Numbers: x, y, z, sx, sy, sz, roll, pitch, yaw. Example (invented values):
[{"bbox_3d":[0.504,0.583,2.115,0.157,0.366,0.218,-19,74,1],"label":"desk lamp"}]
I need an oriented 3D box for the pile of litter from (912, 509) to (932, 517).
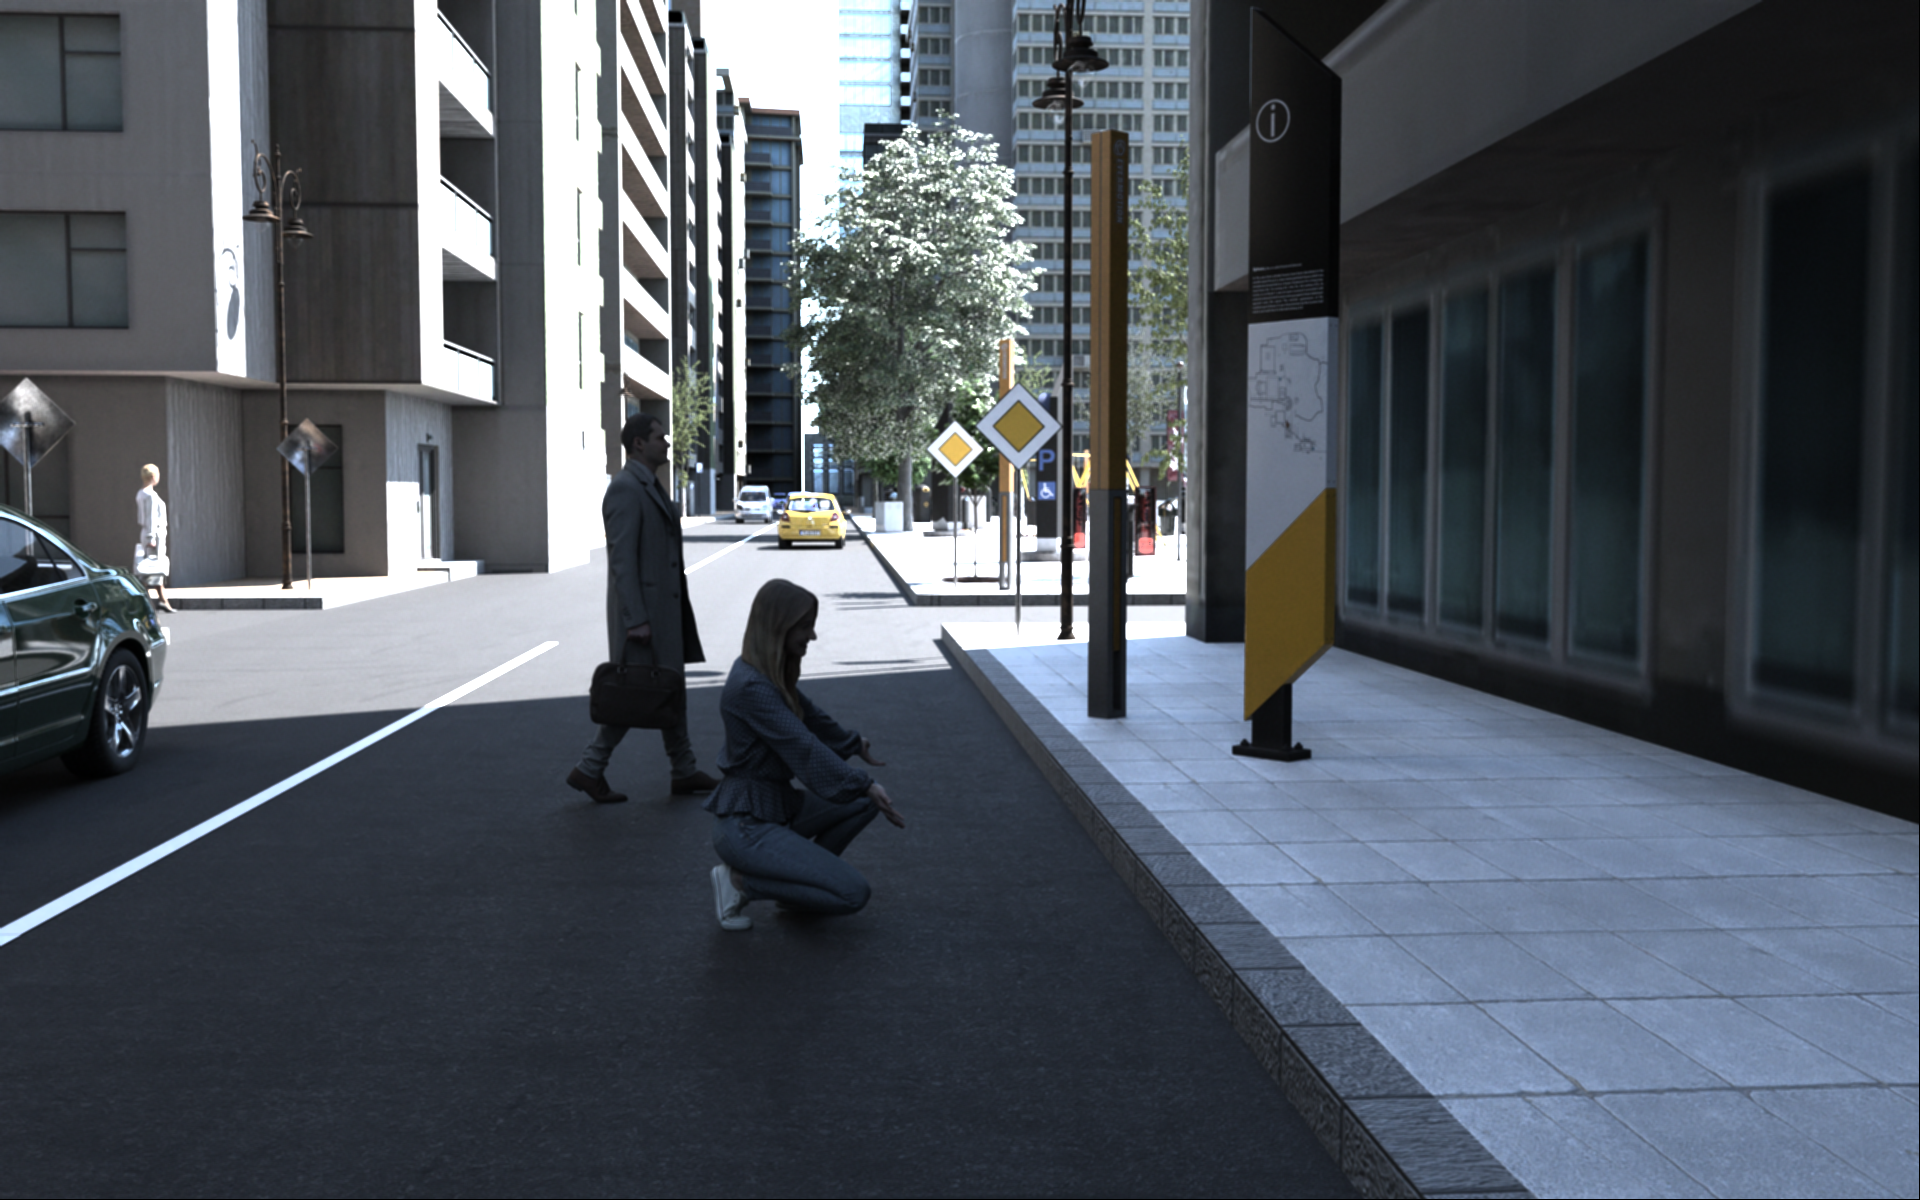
[{"bbox_3d":[-1.845,-5.166,98.429,1.719,0.858,1.176,3,4,36],"label":"pile of litter"}]

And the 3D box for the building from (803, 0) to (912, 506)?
[{"bbox_3d":[-1.822,-53.783,192.015,31.000,86.520,22.319,0,4,-4],"label":"building"}]

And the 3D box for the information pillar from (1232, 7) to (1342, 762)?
[{"bbox_3d":[1.578,-1.036,8.297,0.183,3.616,0.504,-3,5,-42],"label":"information pillar"}]

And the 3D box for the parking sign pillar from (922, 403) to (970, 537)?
[{"bbox_3d":[-0.414,-3.870,51.749,1.447,3.967,1.447,-1,4,-23],"label":"parking sign pillar"}]

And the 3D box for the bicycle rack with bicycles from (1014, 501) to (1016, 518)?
[{"bbox_3d":[3.381,-4.834,92.415,2.852,0.926,2.925,2,4,30],"label":"bicycle rack with bicycles"}]

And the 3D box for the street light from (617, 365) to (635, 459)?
[{"bbox_3d":[-11.974,-5.471,62.245,0.468,5.910,1.993,0,4,-4],"label":"street light"}]

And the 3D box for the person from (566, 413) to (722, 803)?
[{"bbox_3d":[-1.452,0.029,8.131,0.767,1.812,0.694,0,4,-1],"label":"person"}]

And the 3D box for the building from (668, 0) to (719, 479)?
[{"bbox_3d":[-23.961,-28.603,117.776,14.600,45.320,14.200,0,4,-4],"label":"building"}]

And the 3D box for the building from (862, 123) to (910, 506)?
[{"bbox_3d":[-0.783,-22.443,138.636,14.160,30.474,14.107,0,4,-4],"label":"building"}]

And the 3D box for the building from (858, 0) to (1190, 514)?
[{"bbox_3d":[9.119,-26.185,120.001,32.217,40.220,23.993,0,4,-4],"label":"building"}]

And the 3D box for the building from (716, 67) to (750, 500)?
[{"bbox_3d":[-31.261,-28.364,155.632,23.993,40.220,32.217,0,4,-4],"label":"building"}]

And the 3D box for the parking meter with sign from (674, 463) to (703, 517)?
[{"bbox_3d":[-15.310,-6.183,97.360,1.738,3.016,0.543,2,4,32],"label":"parking meter with sign"}]

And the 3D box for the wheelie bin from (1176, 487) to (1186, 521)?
[{"bbox_3d":[10.172,-4.271,77.734,0.980,1.594,0.693,1,4,9],"label":"wheelie bin"}]

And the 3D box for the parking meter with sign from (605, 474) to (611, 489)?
[{"bbox_3d":[-13.192,-4.137,63.907,0.543,3.016,1.738,1,4,19],"label":"parking meter with sign"}]

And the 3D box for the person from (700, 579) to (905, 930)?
[{"bbox_3d":[-0.478,0.497,5.880,0.738,1.151,1.012,0,4,7],"label":"person"}]

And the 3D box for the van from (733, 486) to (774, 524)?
[{"bbox_3d":[-10.148,-4.791,85.338,2.013,2.044,4.112,0,4,-4],"label":"van"}]

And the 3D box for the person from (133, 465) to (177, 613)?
[{"bbox_3d":[-9.698,-0.723,20.672,0.624,1.780,0.694,-2,4,-29],"label":"person"}]

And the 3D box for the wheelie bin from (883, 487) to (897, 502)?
[{"bbox_3d":[-3.153,-4.451,80.678,0.980,1.594,0.693,3,5,43],"label":"wheelie bin"}]

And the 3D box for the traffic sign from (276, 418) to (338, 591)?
[{"bbox_3d":[-8.638,-1.180,22.942,0.795,2.450,0.064,0,4,-4],"label":"traffic sign"}]

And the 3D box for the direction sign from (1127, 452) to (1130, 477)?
[{"bbox_3d":[9.022,-6.232,93.892,0.379,3.537,0.876,-1,4,-19],"label":"direction sign"}]

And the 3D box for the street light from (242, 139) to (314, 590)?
[{"bbox_3d":[-9.032,-3.076,23.085,0.468,5.910,1.993,0,4,-4],"label":"street light"}]

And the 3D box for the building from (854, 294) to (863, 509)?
[{"bbox_3d":[4.135,-19.312,160.793,27.650,21.520,28.899,0,4,-4],"label":"building"}]

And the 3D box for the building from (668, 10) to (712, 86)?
[{"bbox_3d":[-22.357,-20.335,104.182,14.160,30.474,14.107,0,4,-4],"label":"building"}]

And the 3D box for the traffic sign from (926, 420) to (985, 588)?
[{"bbox_3d":[-0.065,-1.218,23.553,0.795,2.450,0.064,0,4,-4],"label":"traffic sign"}]

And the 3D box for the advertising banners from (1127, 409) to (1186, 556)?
[{"bbox_3d":[3.795,-2.416,35.684,2.074,3.025,0.090,-1,4,-20],"label":"advertising banners"}]

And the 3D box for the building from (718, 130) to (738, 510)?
[{"bbox_3d":[-24.578,-22.063,132.434,14.160,30.474,14.107,0,4,-4],"label":"building"}]

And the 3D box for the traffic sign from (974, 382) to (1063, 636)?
[{"bbox_3d":[0.523,-0.731,15.589,0.795,2.450,0.064,0,4,-4],"label":"traffic sign"}]

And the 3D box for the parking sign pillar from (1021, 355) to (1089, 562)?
[{"bbox_3d":[1.810,-2.727,33.064,1.447,3.967,1.447,1,4,17],"label":"parking sign pillar"}]

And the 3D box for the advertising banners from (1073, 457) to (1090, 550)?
[{"bbox_3d":[2.723,-2.683,40.055,2.074,3.025,0.090,-3,5,-40],"label":"advertising banners"}]

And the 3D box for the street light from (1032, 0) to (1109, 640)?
[{"bbox_3d":[0.940,-2.587,15.090,0.468,5.910,1.993,0,4,-4],"label":"street light"}]

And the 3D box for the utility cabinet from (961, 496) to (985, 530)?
[{"bbox_3d":[0.392,-3.118,62.144,1.020,1.237,0.306,0,4,7],"label":"utility cabinet"}]

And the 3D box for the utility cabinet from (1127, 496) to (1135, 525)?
[{"bbox_3d":[4.352,-2.149,46.296,1.020,1.237,0.306,-2,4,-24],"label":"utility cabinet"}]

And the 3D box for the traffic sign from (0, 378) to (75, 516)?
[{"bbox_3d":[-8.050,-0.693,14.979,0.795,2.450,0.064,0,4,-4],"label":"traffic sign"}]

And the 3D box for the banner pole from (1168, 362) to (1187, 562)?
[{"bbox_3d":[4.303,-2.636,33.118,0.401,3.779,0.863,2,4,34],"label":"banner pole"}]

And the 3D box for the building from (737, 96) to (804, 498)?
[{"bbox_3d":[-31.626,-32.771,190.431,28.867,44.769,22.147,0,4,-4],"label":"building"}]
